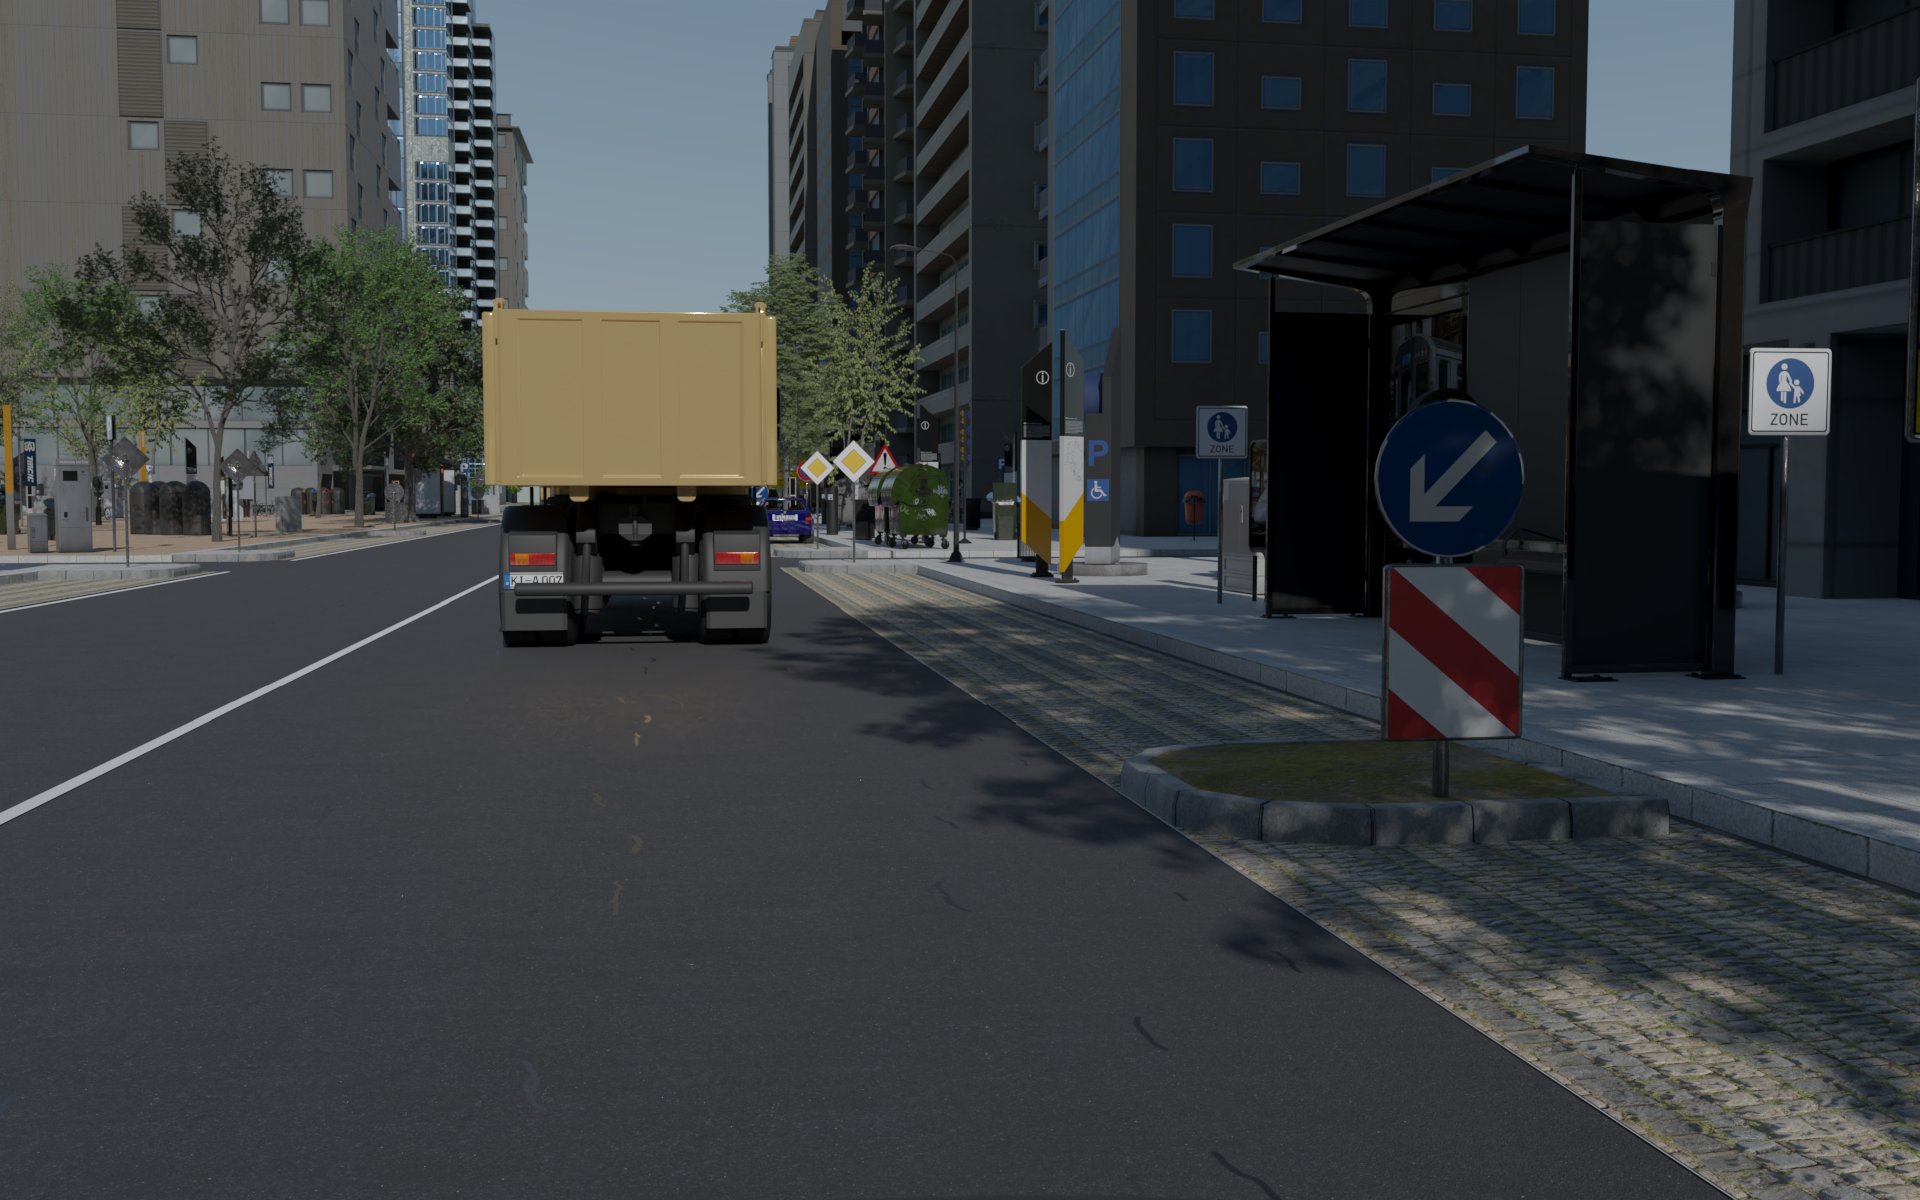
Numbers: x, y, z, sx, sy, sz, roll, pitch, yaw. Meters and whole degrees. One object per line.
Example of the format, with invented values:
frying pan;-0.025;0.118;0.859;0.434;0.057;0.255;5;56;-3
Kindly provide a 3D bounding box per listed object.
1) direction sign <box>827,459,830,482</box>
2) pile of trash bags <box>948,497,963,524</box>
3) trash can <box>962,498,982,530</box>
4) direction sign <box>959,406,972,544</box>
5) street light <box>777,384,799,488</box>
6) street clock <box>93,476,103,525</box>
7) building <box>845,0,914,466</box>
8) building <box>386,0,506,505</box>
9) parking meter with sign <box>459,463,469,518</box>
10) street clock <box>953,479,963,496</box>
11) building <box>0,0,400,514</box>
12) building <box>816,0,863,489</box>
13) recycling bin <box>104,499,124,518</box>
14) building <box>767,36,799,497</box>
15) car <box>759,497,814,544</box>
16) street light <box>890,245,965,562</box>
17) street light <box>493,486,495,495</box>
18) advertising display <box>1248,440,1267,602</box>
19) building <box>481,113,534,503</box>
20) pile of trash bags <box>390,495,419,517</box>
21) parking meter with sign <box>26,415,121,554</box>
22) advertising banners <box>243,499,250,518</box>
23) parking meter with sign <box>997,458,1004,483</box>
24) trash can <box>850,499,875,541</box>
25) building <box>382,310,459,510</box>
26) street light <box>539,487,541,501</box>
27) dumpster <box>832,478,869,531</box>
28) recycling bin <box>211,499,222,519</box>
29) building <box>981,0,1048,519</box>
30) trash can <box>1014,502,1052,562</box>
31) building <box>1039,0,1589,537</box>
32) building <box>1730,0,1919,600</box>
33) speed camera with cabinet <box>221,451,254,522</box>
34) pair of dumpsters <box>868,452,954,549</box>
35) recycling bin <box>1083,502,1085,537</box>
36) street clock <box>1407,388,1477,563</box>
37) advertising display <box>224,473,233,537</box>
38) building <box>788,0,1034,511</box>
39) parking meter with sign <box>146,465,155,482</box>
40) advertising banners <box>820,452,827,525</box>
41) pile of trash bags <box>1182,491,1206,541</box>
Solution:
direction sign;-8.171;-7.357;112.287;0.876;3.537;0.379;0;4;-1
pile of trash bags;-0.725;-4.025;75.556;1.912;1.369;3.447;3;4;37
trash can;0.429;-3.050;61.517;0.748;1.137;0.748;0;3;0
direction sign;0.121;-3.229;44.799;0.379;3.537;0.876;1;4;18
street light;-7.333;-6.121;72.613;1.470;5.913;1.316;-1;4;-10
street clock;-35.445;-4.077;71.228;0.358;2.002;0.471;0;4;-5
building;2.754;-29.337;134.291;22.147;44.769;28.867;-1;4;-10
building;-67.375;-55.024;212.309;22.319;86.520;31.000;-1;4;-10
parking meter with sign;-27.342;-6.070;95.498;0.543;3.016;1.738;-1;4;-15
street clock;-0.091;-4.784;82.793;0.358;2.002;0.471;3;5;42
building;-54.615;-32.527;121.059;28.713;52.752;27.495;-1;4;-10
building;-5.232;-30.864;154.729;14.600;45.320;14.200;-1;4;-10
recycling bin;-45.159;-4.885;92.418;0.722;1.027;0.722;0;4;3
building;-15.003;-42.169;231.466;21.231;58.520;28.212;-1;4;-10
car;-5.240;-2.329;50.654;1.945;1.354;3.894;-1;4;-10
street light;-0.605;-3.668;32.509;1.470;5.913;1.316;-1;4;-10
street light;-30.013;-8.621;113.500;1.470;5.913;1.316;-1;4;-10
advertising display;3.734;-0.924;20.319;0.123;1.923;0.974;-2;4;-28
building;-74.745;-39.906;241.705;28.713;52.752;27.495;-1;4;-10
pile of trash bags;-31.918;-5.512;99.874;1.912;1.369;3.447;-1;4;-15
parking meter with sign;-19.386;-2.540;37.791;1.738;3.016;0.543;-3;4;-37
advertising banners;-39.137;-6.058;95.228;0.090;3.025;2.074;0;4;-7
parking meter with sign;2.258;-5.455;85.452;0.543;3.016;1.738;1;4;12
trash can;-2.659;-2.224;48.011;0.748;1.137;0.748;0;3;0
building;-59.369;-18.637;149.753;27.650;21.520;28.899;-1;4;-10
street light;-37.002;-11.146;154.776;1.470;5.913;1.316;-1;4;-10
dumpster;-3.816;-3.338;60.333;1.264;1.857;1.865;-1;4;-10
recycling bin;-39.252;-4.806;91.127;0.722;1.027;0.722;0;4;6
building;9.361;-29.118;99.783;21.300;48.544;21.600;-1;4;-10
trash can;1.384;-1.299;32.894;0.748;1.137;0.748;0;3;0
building;11.018;-24.947;57.986;14.200;45.320;14.600;-1;4;-10
building;21.383;-35.332;15.927;20.563;71.187;20.611;-1;4;-10
speed camera with cabinet;-33.237;-5.220;79.685;2.038;3.252;0.660;3;4;38
pair of dumpsters;-1.206;-2.418;42.020;1.574;2.255;4.437;-1;4;-10
recycling bin;3.938;-2.438;52.418;0.722;1.027;0.722;-1;4;-10
street clock;3.324;-0.452;11.959;0.471;2.002;0.358;0;4;-1
advertising display;-22.214;-2.900;52.626;0.123;1.923;0.974;-2;4;-30
building;-5.609;-33.580;172.733;21.300;48.544;21.600;-1;4;-10
parking meter with sign;-47.889;-6.496;102.467;0.543;3.016;1.738;-2;4;-26
advertising banners;-5.441;-4.646;72.146;0.090;3.025;2.074;-2;4;-28
pile of trash bags;7.864;-2.323;47.726;3.447;1.369;1.912;0;4;5
